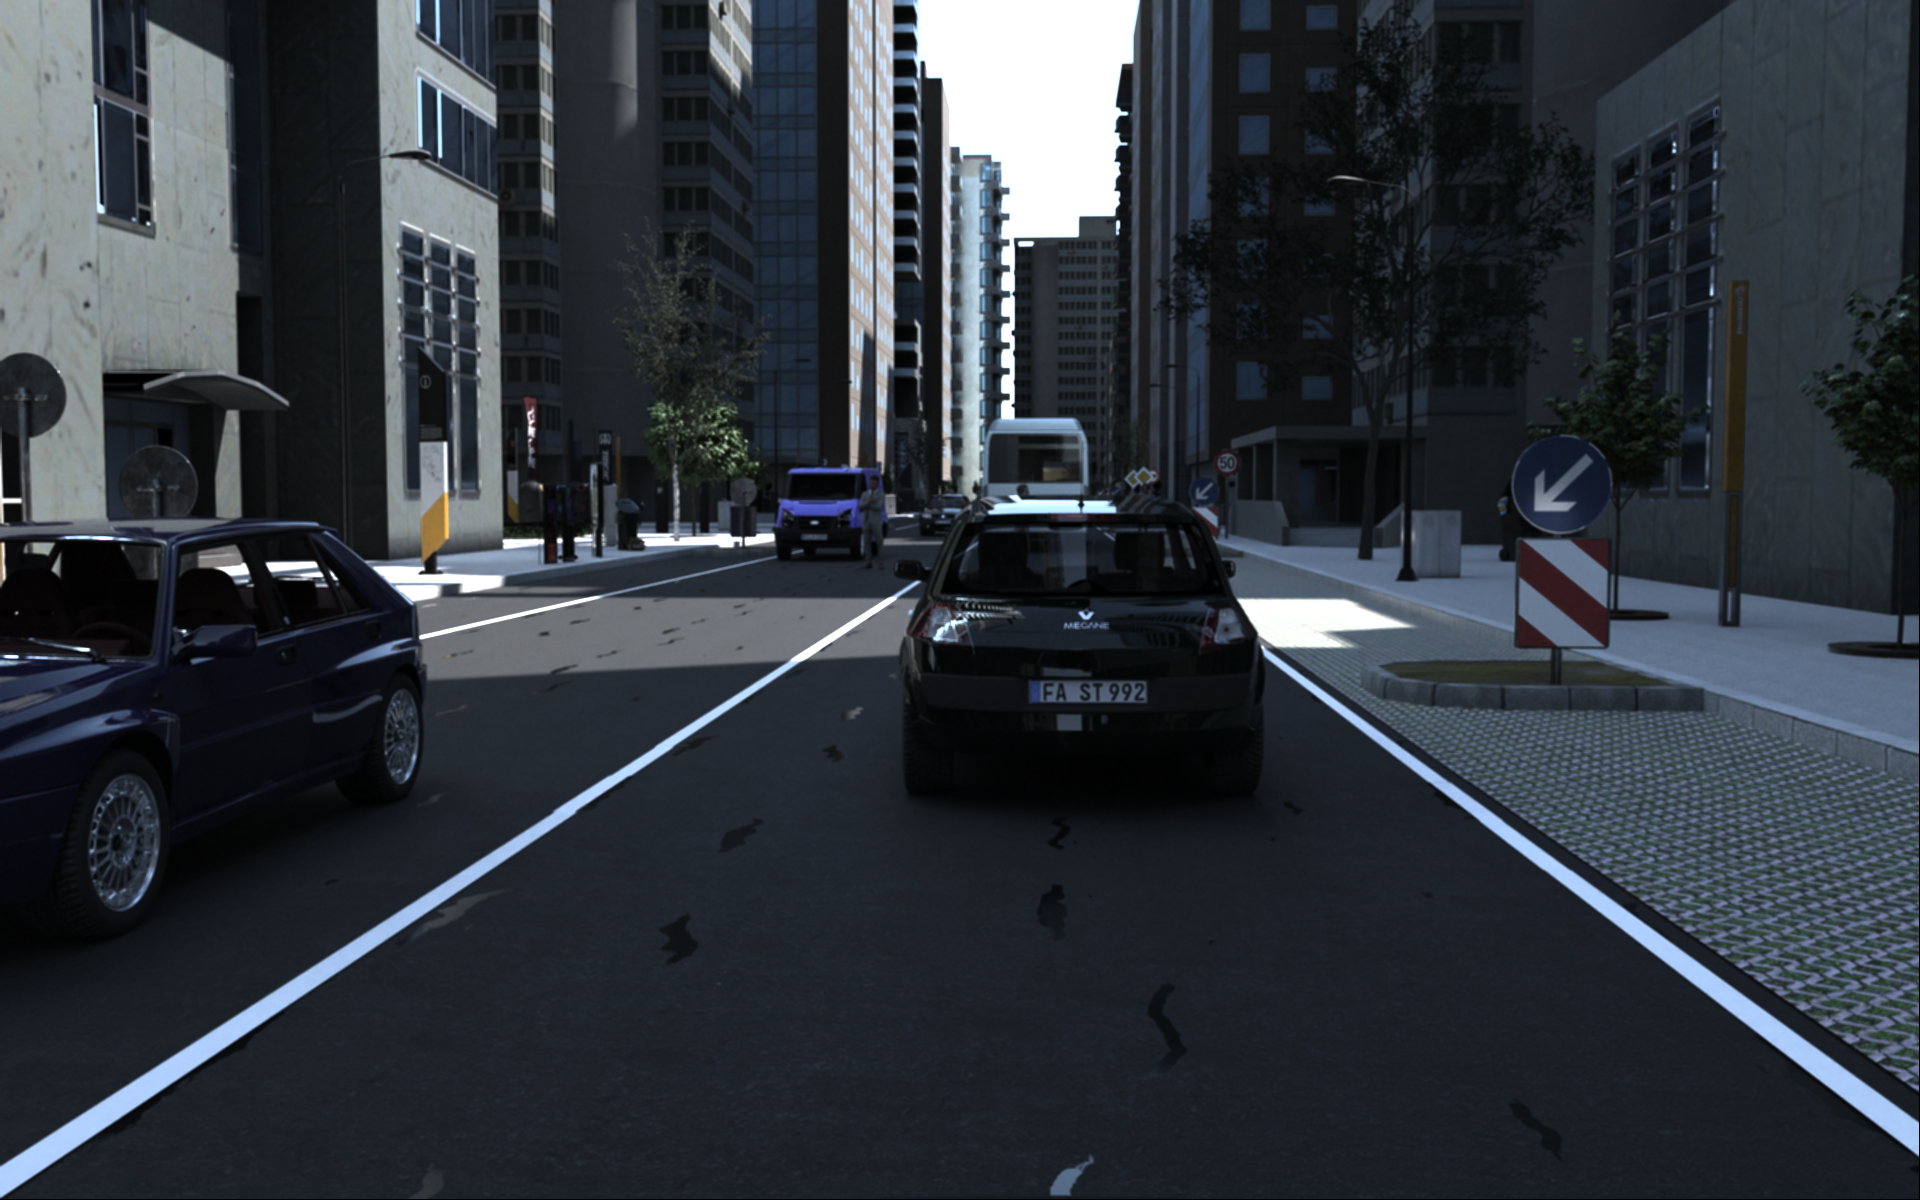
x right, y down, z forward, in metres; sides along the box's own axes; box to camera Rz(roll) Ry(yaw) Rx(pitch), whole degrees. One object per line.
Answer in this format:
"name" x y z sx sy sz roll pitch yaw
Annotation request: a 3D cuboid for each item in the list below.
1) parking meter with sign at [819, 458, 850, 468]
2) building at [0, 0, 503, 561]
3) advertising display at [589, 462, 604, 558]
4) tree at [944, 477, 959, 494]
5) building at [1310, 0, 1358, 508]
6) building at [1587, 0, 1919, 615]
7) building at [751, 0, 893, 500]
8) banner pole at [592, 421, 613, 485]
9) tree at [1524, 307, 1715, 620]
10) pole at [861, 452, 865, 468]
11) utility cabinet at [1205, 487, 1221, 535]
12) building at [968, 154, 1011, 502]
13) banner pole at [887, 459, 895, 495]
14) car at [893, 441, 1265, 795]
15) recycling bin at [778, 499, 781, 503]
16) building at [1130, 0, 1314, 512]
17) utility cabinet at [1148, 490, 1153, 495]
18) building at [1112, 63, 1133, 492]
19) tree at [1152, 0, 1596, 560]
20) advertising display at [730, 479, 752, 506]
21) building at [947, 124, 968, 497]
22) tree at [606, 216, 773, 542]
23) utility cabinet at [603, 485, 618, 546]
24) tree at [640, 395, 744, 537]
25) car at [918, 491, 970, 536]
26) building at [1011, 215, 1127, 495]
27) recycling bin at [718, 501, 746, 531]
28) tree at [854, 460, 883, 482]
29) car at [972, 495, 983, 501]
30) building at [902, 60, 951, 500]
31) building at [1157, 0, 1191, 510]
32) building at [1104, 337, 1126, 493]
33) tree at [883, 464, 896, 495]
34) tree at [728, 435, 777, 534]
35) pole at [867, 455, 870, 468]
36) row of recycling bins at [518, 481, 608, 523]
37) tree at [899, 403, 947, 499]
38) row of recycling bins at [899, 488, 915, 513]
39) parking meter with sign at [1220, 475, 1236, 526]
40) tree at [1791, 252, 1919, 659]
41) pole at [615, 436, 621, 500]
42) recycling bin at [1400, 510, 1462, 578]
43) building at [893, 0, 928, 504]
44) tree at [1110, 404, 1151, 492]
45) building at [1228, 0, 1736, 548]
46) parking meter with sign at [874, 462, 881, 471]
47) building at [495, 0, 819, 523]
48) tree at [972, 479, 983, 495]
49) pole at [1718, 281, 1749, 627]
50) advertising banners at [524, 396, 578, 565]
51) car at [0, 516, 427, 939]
"parking meter with sign" -6.053 -5.365 83.973 1.738 3.016 0.543 3 5 42
"building" -20.614 -43.431 22.762 22.319 86.520 31.000 0 4 3
"advertising display" -7.417 -1.843 35.354 0.123 1.923 0.974 -1 4 -21
"tree" -0.657 -11.044 175.176 1.663 3.219 1.824 0 3 0
"building" 21.534 -29.262 128.542 14.600 45.320 14.200 0 4 3
"building" 20.739 -42.658 10.129 22.319 86.520 31.000 0 4 3
"building" -12.600 -29.503 132.488 14.600 45.320 14.200 0 4 3
"banner pole" -12.344 -4.255 59.587 0.863 3.779 0.401 0 4 3
"tree" 6.868 -1.438 18.119 1.663 3.219 1.824 0 3 0
"pole" -4.720 -5.515 84.014 0.158 3.312 0.155 0 3 0
"utility cabinet" 7.839 -2.760 53.810 0.318 1.500 1.173 1 4 18
"building" -8.107 -38.051 241.740 30.456 49.044 23.786 0 4 3
"banner pole" -4.958 -8.167 123.541 0.863 3.779 0.401 -3 5 -40
"car" 0.602 0.008 9.660 2.009 1.686 4.222 0 4 1
"recycling bin" -9.938 -5.266 98.658 0.722 1.027 0.722 3 4 38
"building" 22.384 -30.752 152.900 14.600 45.320 14.200 0 4 3
"utility cabinet" 9.734 -4.912 88.983 0.318 1.500 1.173 1 4 11
"building" 26.744 -31.820 174.881 22.147 44.769 28.867 0 4 3
"tree" 7.886 -6.048 33.290 8.767 10.594 7.601 0 4 6
"advertising display" -7.829 -3.468 61.910 0.974 1.923 0.123 2 4 35
"building" -15.163 -36.103 209.888 30.456 49.044 23.786 0 4 3
"tree" -7.450 -5.876 46.431 4.360 8.622 3.978 0 3 0
"utility cabinet" -8.697 -2.101 43.032 0.318 1.500 1.173 -1 4 -15
"tree" -7.977 -4.182 52.092 4.285 4.588 4.351 0 3 0
"car" -0.420 -3.114 60.700 2.009 1.686 4.222 0 4 4
"building" 19.278 -33.786 244.289 23.993 40.220 32.217 0 4 3
"recycling bin" -7.980 -2.938 60.588 0.722 1.027 0.722 2 4 31
"tree" -5.788 -6.385 98.990 1.663 3.219 1.824 0 3 0
"car" 1.905 -6.792 123.044 2.014 1.417 4.499 0 4 4
"building" -8.306 -32.635 183.693 14.600 45.320 14.200 0 4 3
"building" 21.986 -34.063 98.921 21.231 58.520 28.212 0 4 3
"building" 31.324 -21.993 204.623 27.650 21.520 28.899 0 4 3
"tree" -4.731 -7.075 110.282 1.663 3.219 1.824 0 3 0
"tree" -7.002 -3.759 56.056 1.663 3.219 1.824 0 3 0
"pole" -4.761 -5.872 89.852 0.158 3.312 0.155 0 3 0
"row of recycling bins" -13.045 -3.059 57.136 1.069 1.692 3.534 3 4 39
"tree" -2.795 -11.428 137.215 4.360 8.622 3.978 0 3 0
"row of recycling bins" -3.824 -7.027 122.007 1.069 1.692 3.534 0 4 7
"parking meter with sign" 11.174 -4.506 69.932 1.738 3.016 0.543 3 5 44
"tree" 7.681 -1.173 13.778 1.663 3.219 1.824 0 3 0
"pole" -12.057 -4.115 61.120 0.158 3.312 0.155 0 3 0
"recycling bin" 7.267 -0.868 26.747 0.722 1.027 0.722 0 4 -7
"building" -13.747 -51.833 160.135 22.319 86.520 31.000 0 4 3
"tree" 13.993 -11.586 139.786 4.360 8.622 3.978 0 3 0
"building" 24.364 -21.742 47.370 32.217 40.220 23.993 0 4 3
"parking meter with sign" -5.107 -5.975 93.948 1.738 3.016 0.543 3 4 36
"building" -23.178 -23.939 83.282 32.217 40.220 23.993 0 4 3
"tree" 2.000 -13.623 217.329 1.663 3.219 1.824 0 3 0
"pole" 7.463 -1.399 16.711 0.158 3.312 0.155 0 3 0
"advertising banners" -7.538 -2.184 31.889 0.090 3.025 2.074 1 4 12
"car" -3.506 0.352 6.831 1.945 1.354 3.894 0 4 2
